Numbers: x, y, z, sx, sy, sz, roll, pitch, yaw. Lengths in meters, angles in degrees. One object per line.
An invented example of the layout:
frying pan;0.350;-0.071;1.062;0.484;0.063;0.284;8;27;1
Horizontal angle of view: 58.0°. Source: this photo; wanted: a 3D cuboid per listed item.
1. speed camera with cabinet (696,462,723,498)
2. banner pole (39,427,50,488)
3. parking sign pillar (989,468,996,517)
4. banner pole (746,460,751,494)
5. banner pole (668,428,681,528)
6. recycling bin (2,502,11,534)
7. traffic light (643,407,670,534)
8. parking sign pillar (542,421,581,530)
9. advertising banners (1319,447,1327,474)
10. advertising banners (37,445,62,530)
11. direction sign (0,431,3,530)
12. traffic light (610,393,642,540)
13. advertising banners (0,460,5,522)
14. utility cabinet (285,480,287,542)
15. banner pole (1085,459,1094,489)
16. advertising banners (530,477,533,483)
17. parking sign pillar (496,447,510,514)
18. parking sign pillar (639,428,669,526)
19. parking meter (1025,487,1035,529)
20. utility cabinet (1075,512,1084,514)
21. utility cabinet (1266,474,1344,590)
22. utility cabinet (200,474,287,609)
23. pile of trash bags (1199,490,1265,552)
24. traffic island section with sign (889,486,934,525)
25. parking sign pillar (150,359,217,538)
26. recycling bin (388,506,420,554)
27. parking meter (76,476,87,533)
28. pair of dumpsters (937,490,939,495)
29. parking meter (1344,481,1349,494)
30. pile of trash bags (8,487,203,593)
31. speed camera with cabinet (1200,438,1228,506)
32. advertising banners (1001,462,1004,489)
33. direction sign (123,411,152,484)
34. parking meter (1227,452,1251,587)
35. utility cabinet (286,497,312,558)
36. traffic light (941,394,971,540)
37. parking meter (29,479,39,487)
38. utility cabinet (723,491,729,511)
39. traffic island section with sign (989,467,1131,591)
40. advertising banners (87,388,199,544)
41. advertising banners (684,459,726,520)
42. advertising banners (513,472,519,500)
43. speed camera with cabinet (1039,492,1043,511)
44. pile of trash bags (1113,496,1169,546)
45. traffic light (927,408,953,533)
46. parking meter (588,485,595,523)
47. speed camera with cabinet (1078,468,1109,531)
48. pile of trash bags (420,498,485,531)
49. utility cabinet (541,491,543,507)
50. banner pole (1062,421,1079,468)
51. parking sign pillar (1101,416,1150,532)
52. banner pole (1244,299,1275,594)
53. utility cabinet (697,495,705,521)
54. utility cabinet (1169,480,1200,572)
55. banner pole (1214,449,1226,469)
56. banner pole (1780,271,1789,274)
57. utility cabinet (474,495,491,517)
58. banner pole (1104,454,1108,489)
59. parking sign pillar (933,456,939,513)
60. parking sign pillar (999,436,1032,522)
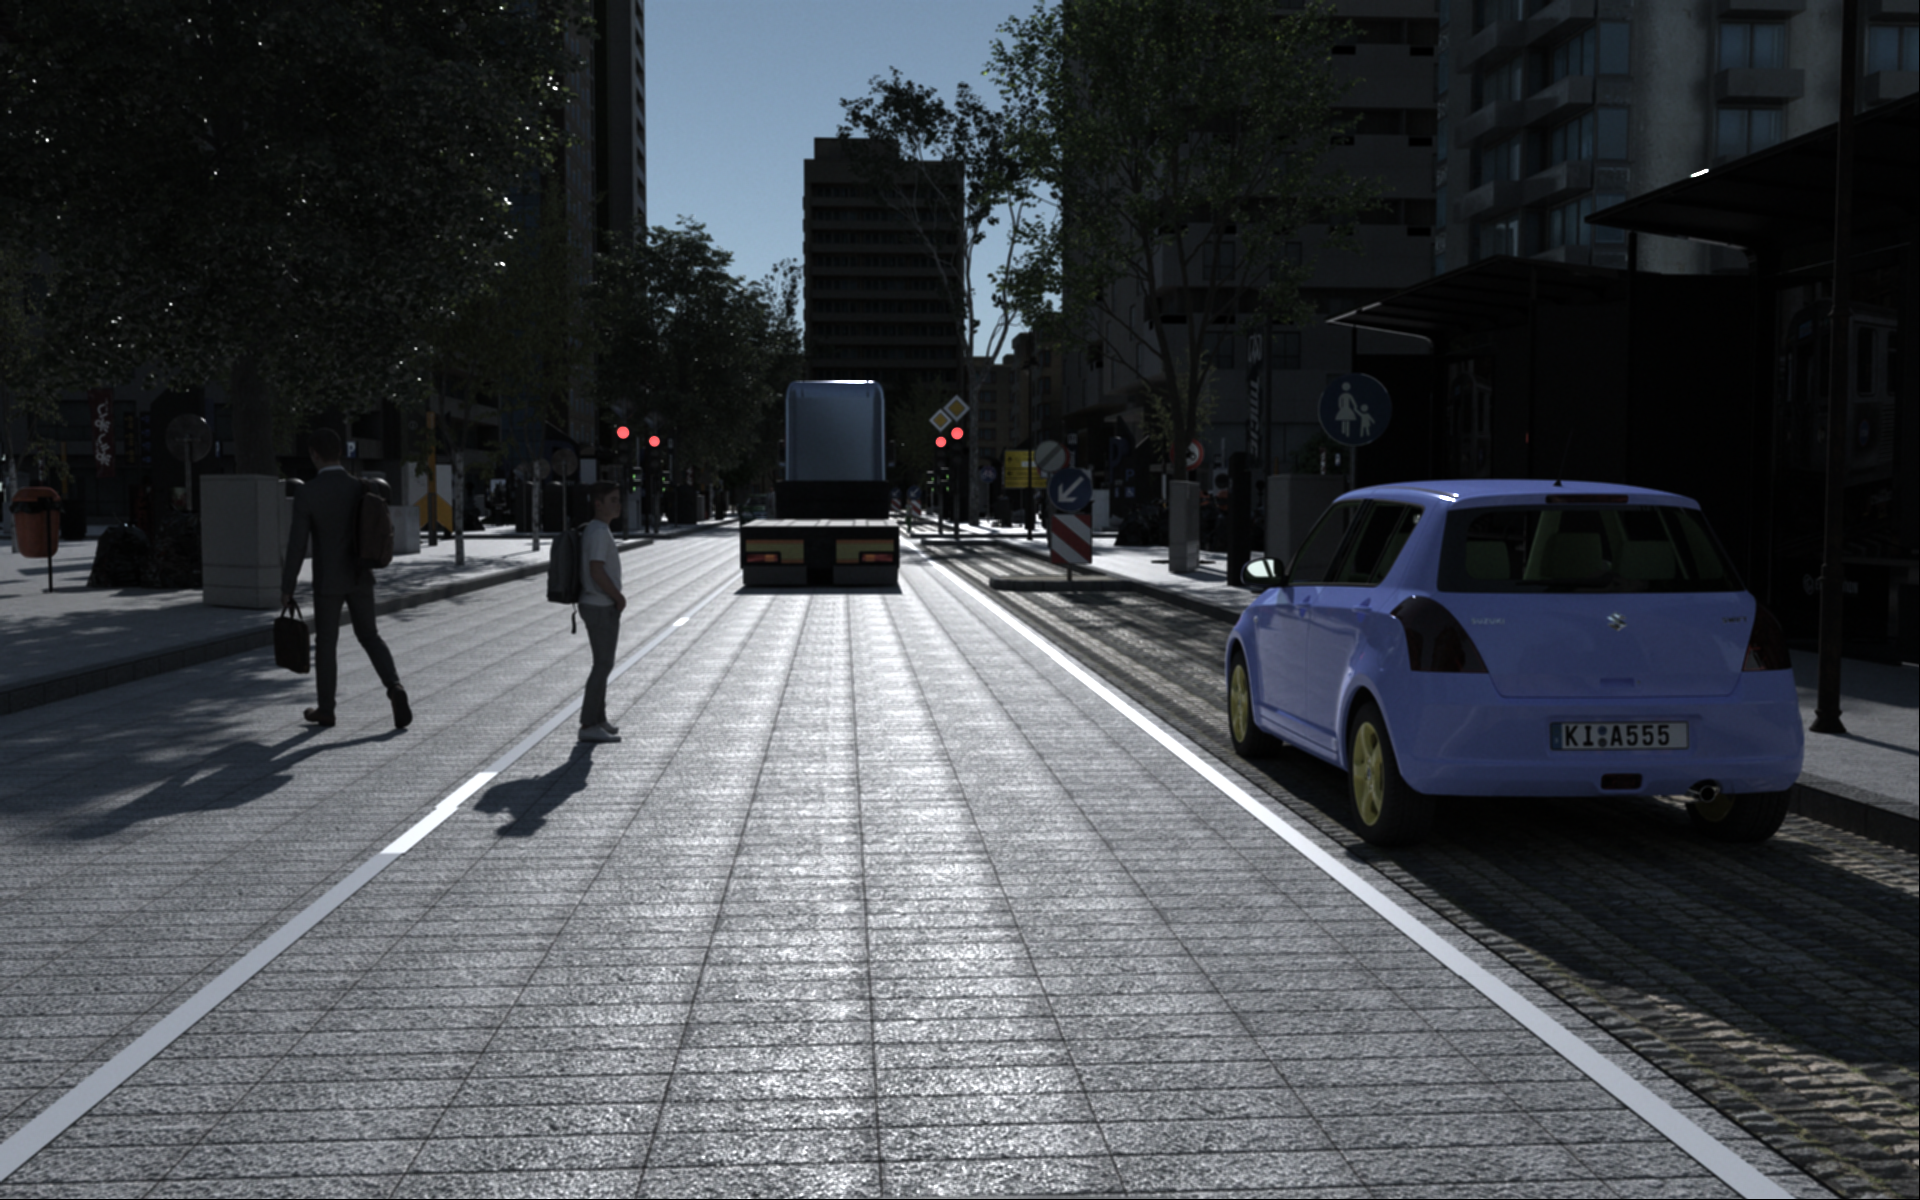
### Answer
speed camera with cabinet;-15.150;-6.650;103.070;2.038;3.252;0.660;0;3;0
banner pole;-34.080;-4.560;64.567;0.401;3.779;0.863;0;4;-2
parking sign pillar;2.251;-6.682;97.721;1.447;3.967;1.447;1;4;16
banner pole;-16.317;-8.529;129.471;0.863;3.779;0.401;-3;4;-38
banner pole;-10.872;-4.620;65.561;0.401;3.779;0.863;1;4;18
recycling bin;-30.364;-2.653;55.930;0.722;1.027;0.722;0;4;7
traffic light;-9.847;-4.112;56.145;0.839;4.253;0.868;0;4;-4
parking sign pillar;-14.401;-4.533;62.585;1.447;3.967;1.447;0;4;-2
advertising banners;13.966;-4.198;64.817;0.090;3.025;2.074;3;5;44
advertising banners;-32.319;-3.992;61.462;0.090;3.025;2.074;0;4;-8
direction sign;-34.728;-4.309;62.441;0.876;3.537;0.379;3;4;38
traffic light;-9.304;-3.624;48.178;0.839;4.253;0.868;0;4;-4
advertising banners;-49.079;-5.726;89.808;0.090;3.025;2.074;0;4;5
utility cabinet;-10.981;-1.097;26.615;1.173;1.500;0.318;0;4;6
banner pole;9.160;-8.153;123.320;0.863;3.779;0.401;0;4;6
advertising banners;-30.018;-7.850;124.531;0.090;3.025;2.074;3;4;36
parking sign pillar;-24.252;-6.331;91.992;1.447;3.967;1.447;0;4;-1
parking sign pillar;-12.633;-5.023;70.592;1.447;3.967;1.447;1;4;14
parking meter;2.539;-3.341;63.042;0.372;1.533;0.369;0;3;0
utility cabinet;4.806;-3.703;71.702;0.306;1.237;1.020;2;4;33
utility cabinet;3.841;-0.650;19.302;0.318;1.500;1.173;3;5;41
utility cabinet;-8.099;-0.663;19.522;1.173;1.500;0.318;3;4;38
pile of trash bags;6.322;-1.845;39.925;1.912;1.369;3.447;0;4;-2
traffic island section with sign;-2.279;-4.454;81.444;1.989;1.847;2.006;0;4;-4
parking sign pillar;-15.650;-2.842;34.934;1.447;3.967;1.447;1;4;21
recycling bin;-12.130;-1.517;37.359;0.722;1.027;0.722;0;4;8
parking meter;-28.705;-3.112;56.586;0.255;1.863;0.399;-2;4;-28
pair of dumpsters;-0.501;-6.455;108.037;1.574;2.255;4.437;0;4;-4
parking meter;6.409;-1.263;29.056;0.372;1.533;0.369;0;3;0
pile of trash bags;-11.281;-0.861;23.823;1.912;1.369;3.447;2;4;32
speed camera with cabinet;8.555;-4.078;61.014;2.038;3.252;0.660;1;4;8
advertising banners;2.927;-6.057;95.213;2.074;3.025;0.090;-3;5;-44
direction sign;-22.587;-3.404;47.647;0.876;3.537;0.379;1;4;15
parking meter;3.895;-1.129;24.169;0.255;1.863;0.399;0;4;-5
utility cabinet;-13.493;-1.437;34.658;1.020;1.237;0.306;-2;4;-24
traffic light;-0.116;-3.663;48.818;0.839;4.253;0.868;0;4;-4
parking meter;-36.568;-3.831;68.356;0.399;1.863;0.255;0;4;0
utility cabinet;-17.336;-7.322;128.391;0.318;1.500;1.173;0;4;-2
traffic island section with sign;1.471;-1.080;26.292;1.989;1.847;2.006;0;4;-4
advertising banners;-13.396;-1.969;28.388;2.074;3.025;0.090;1;4;15
advertising banners;-12.840;-5.562;87.122;2.074;3.025;0.090;0;4;1
advertising banners;-32.398;-7.793;123.605;2.074;3.025;0.090;0;4;3
speed camera with cabinet;5.139;-8.249;129.201;2.038;3.252;0.660;0;4;1
pile of trash bags;5.410;-2.083;43.806;1.912;1.369;3.447;2;4;34
traffic light;-0.658;-4.151;56.784;0.839;4.253;0.868;0;4;-4
parking meter;-9.115;-2.135;43.313;0.372;1.533;0.369;0;3;0
speed camera with cabinet;4.742;-4.088;61.179;2.038;3.252;0.660;3;5;44
pile of trash bags;-18.275;-3.131;60.939;3.447;1.369;1.912;3;5;42
utility cabinet;-27.525;-6.385;113.079;1.173;1.500;0.318;1;4;13
banner pole;3.738;-4.253;59.561;0.863;3.779;0.401;-2;4;-32
parking sign pillar;5.518;-4.304;58.847;1.447;3.967;1.447;-1;4;-18
banner pole;3.896;-1.988;22.514;0.401;3.779;0.863;-1;4;-17
utility cabinet;-12.617;-4.348;82.250;1.020;1.237;0.306;2;4;28
utility cabinet;3.719;-1.217;28.584;0.318;1.500;1.173;1;4;18
banner pole;14.445;-6.487;96.073;0.863;3.779;0.401;2;4;31
banner pole;8.200;-1.676;17.419;0.401;3.779;0.863;1;4;14
utility cabinet;-27.244;-5.370;98.960;1.020;1.237;0.306;1;4;13
banner pole;9.057;-7.181;107.427;0.401;3.779;0.863;1;4;22
parking sign pillar;-1.542;-7.898;117.606;1.447;3.967;1.447;1;4;8
parking sign pillar;2.787;-5.643;80.742;1.447;3.967;1.447;2;4;27
